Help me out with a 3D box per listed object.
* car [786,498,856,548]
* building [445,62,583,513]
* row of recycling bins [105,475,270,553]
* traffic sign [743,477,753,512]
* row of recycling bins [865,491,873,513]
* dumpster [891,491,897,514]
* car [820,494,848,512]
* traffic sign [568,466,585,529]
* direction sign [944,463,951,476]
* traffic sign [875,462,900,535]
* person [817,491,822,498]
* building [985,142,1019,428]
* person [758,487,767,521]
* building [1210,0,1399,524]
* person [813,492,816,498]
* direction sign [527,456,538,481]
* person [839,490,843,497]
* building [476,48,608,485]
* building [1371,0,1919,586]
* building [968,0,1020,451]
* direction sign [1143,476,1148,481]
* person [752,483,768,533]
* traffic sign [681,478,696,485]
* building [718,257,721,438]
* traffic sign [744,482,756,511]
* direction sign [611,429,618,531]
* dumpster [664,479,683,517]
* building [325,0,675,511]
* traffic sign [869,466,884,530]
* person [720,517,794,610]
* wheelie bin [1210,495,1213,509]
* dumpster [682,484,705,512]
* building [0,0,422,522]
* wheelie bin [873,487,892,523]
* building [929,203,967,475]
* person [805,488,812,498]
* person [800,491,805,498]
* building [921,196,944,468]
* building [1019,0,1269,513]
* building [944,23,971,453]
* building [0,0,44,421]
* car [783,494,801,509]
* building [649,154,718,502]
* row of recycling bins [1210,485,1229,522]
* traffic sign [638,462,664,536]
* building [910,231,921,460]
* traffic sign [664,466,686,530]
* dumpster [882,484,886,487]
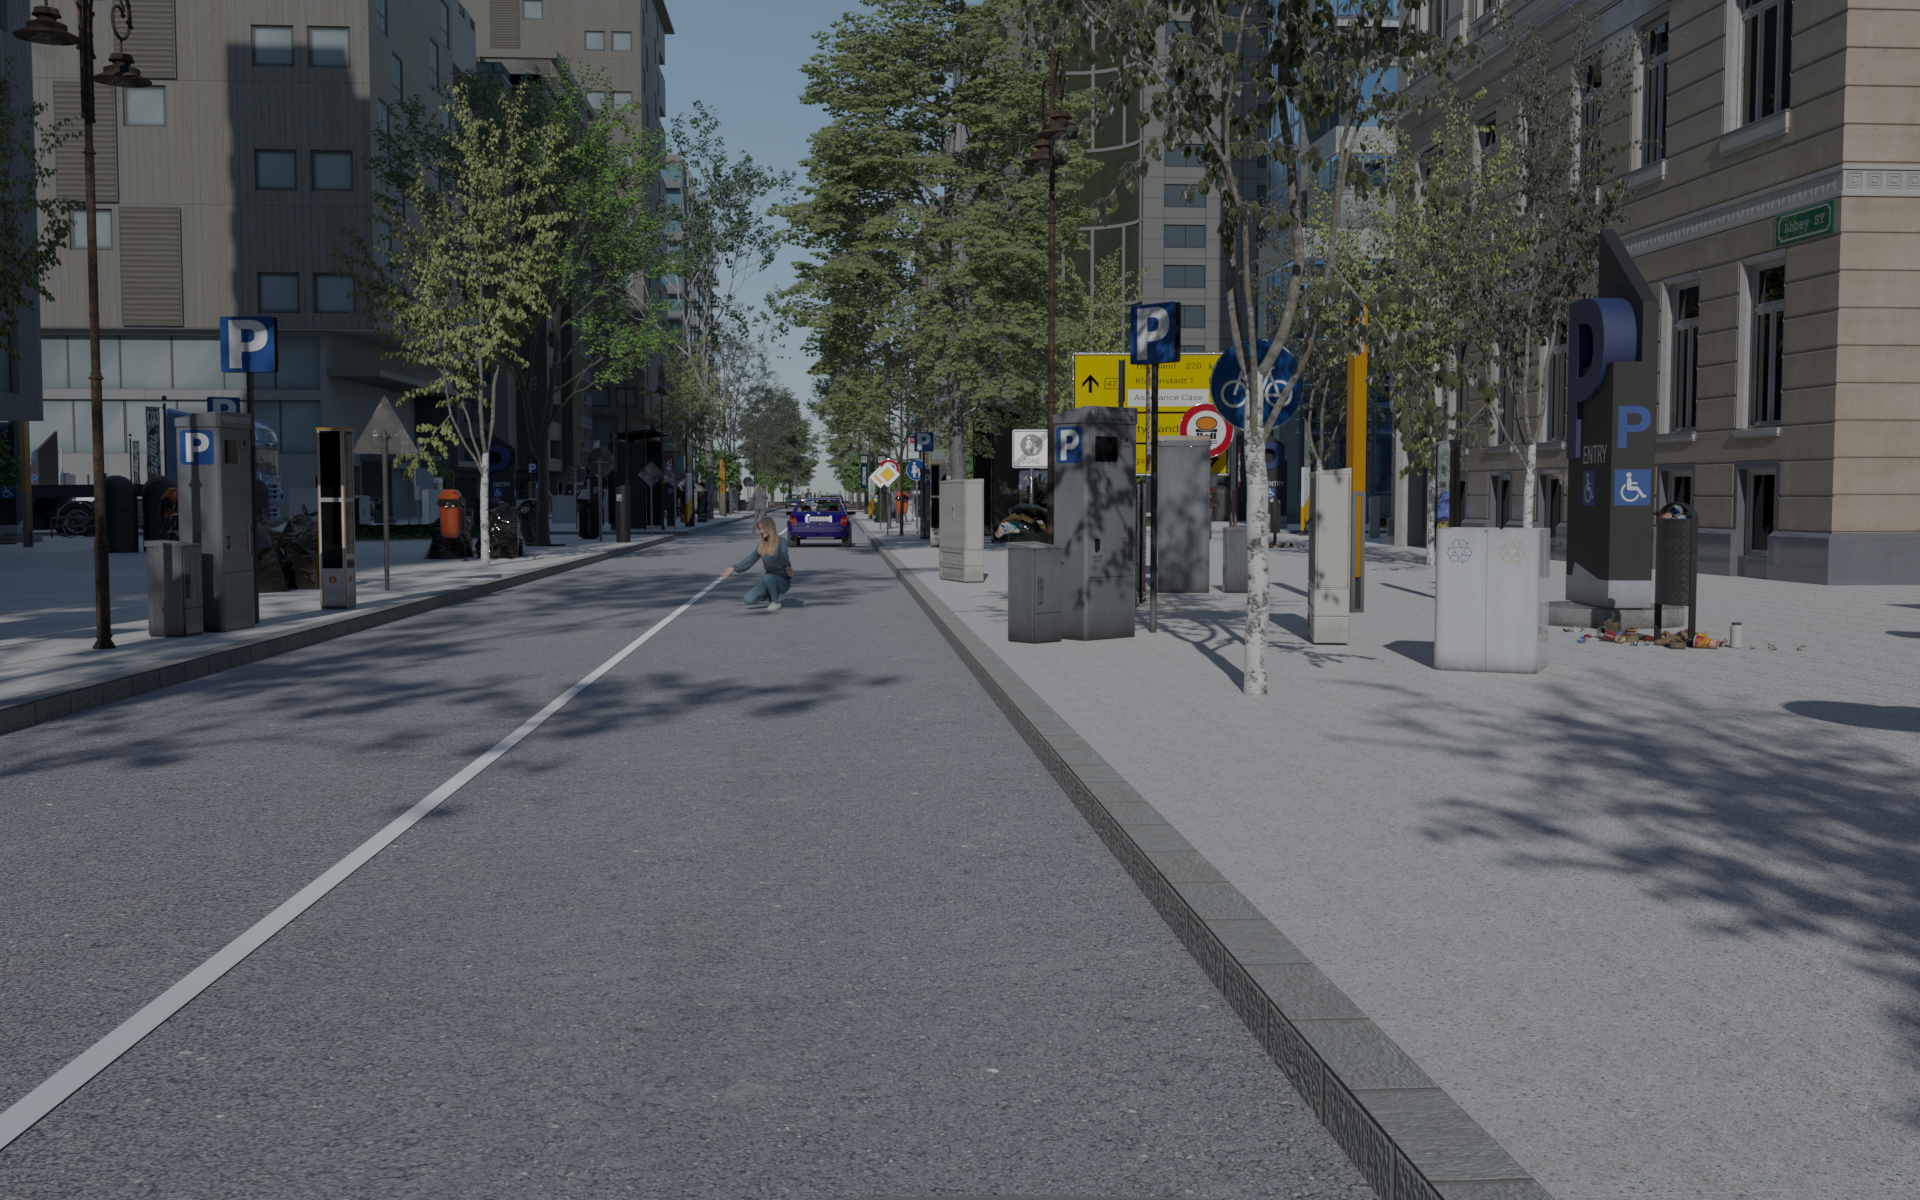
[{"bbox_3d":[-3.845,-2.150,47.732,1.945,1.354,3.894,0,4,-3],"label":"car"},{"bbox_3d":[-34.219,-21.263,119.355,14.160,30.474,14.107,0,4,-4],"label":"building"},{"bbox_3d":[-17.286,-1.928,38.633,3.534,1.692,1.069,-2,4,-31],"label":"row of recycling bins"},{"bbox_3d":[-15.521,-7.746,126.745,0.768,2.556,0.104,0,4,5],"label":"traffic sign"},{"bbox_3d":[-5.513,-6.524,113.775,1.069,1.692,3.534,1,4,9],"label":"row of recycling bins"},{"bbox_3d":[-3.348,-5.202,90.804,1.264,1.857,1.865,0,4,-4],"label":"dumpster"},{"bbox_3d":[-7.443,-5.531,100.214,2.009,1.686,4.222,0,4,-5],"label":"car"},{"bbox_3d":[-13.886,-3.704,62.697,0.606,2.300,0.079,0,4,-4],"label":"traffic sign"},{"bbox_3d":[-0.744,-8.170,125.571,0.876,3.537,0.379,1,4,14],"label":"direction sign"},{"bbox_3d":[-2.246,-3.059,53.661,0.795,2.450,0.064,0,4,-4],"label":"traffic sign"},{"bbox_3d":[-15.058,-10.890,187.079,0.617,1.759,0.750,2,4,28],"label":"person"},{"bbox_3d":[8.943,-22.862,145.499,14.160,30.474,14.107,0,4,-4],"label":"building"},{"bbox_3d":[-8.809,-4.184,77.006,0.767,1.812,0.694,-1,4,-13],"label":"person"},{"bbox_3d":[28.320,-47.176,84.005,31.000,86.520,22.319,0,4,-4],"label":"building"},{"bbox_3d":[-22.628,-15.942,269.705,0.434,1.755,0.990,0,4,-3],"label":"person"},{"bbox_3d":[-25.397,-6.807,103.298,0.876,3.537,0.379,1,4,11],"label":"direction sign"},{"bbox_3d":[-8.955,-7.310,129.028,0.512,1.701,0.522,1,4,18],"label":"person"},{"bbox_3d":[-44.369,-27.753,145.642,32.217,40.220,23.993,0,4,-4],"label":"building"},{"bbox_3d":[17.657,-15.146,33.545,13.634,28.700,20.117,0,4,-4],"label":"building"},{"bbox_3d":[12.214,-33.016,163.516,21.300,48.544,21.600,0,4,-4],"label":"building"},{"bbox_3d":[11.392,-7.135,108.661,0.876,3.537,0.379,0,4,-8],"label":"direction sign"},{"bbox_3d":[-7.375,-3.398,63.859,0.655,1.846,0.447,1,4,14],"label":"person"},{"bbox_3d":[-15.947,-6.229,101.840,0.884,2.594,0.081,0,4,2],"label":"traffic sign"},{"bbox_3d":[-49.664,-40.078,274.885,23.786,49.044,30.456,0,4,-4],"label":"building"},{"bbox_3d":[-15.709,-7.932,129.696,0.884,2.594,0.081,0,4,2],"label":"traffic sign"},{"bbox_3d":[-12.044,-4.192,60.542,0.379,3.537,0.876,-1,4,-20],"label":"direction sign"},{"bbox_3d":[-16.525,-5.876,98.565,1.502,2.255,1.985,0,4,-4],"label":"dumpster"},{"bbox_3d":[-43.545,-35.613,171.508,28.713,52.752,27.495,0,4,-4],"label":"building"},{"bbox_3d":[-2.832,-3.546,61.625,0.795,2.450,0.064,0,4,-4],"label":"traffic sign"},{"bbox_3d":[-2.347,-0.452,21.389,1.012,1.151,0.738,3,4,39],"label":"person"},{"bbox_3d":[7.127,-2.688,51.864,0.693,1.594,0.980,-3,5,-42],"label":"wheelie bin"},{"bbox_3d":[-15.065,-5.631,97.817,1.264,1.857,1.865,0,4,-4],"label":"dumpster"},{"bbox_3d":[-40.502,-30.525,88.322,28.713,52.752,27.495,0,4,-4],"label":"building"},{"bbox_3d":[-3.432,-4.261,77.568,0.693,1.594,0.980,2,4,33],"label":"wheelie bin"},{"bbox_3d":[2.466,-34.378,245.676,14.154,41.232,14.086,0,4,-4],"label":"building"},{"bbox_3d":[-9.833,-6.354,112.411,0.581,1.822,0.654,0,4,-3],"label":"person"},{"bbox_3d":[-20.629,-13.393,227.562,1.348,1.812,0.705,1,4,12],"label":"person"},{"bbox_3d":[1.398,-37.289,259.791,14.600,45.320,14.200,0,4,-4],"label":"building"},{"bbox_3d":[13.406,-42.093,126.469,20.563,71.187,20.611,0,4,-4],"label":"building"},{"bbox_3d":[13.480,-36.624,188.048,28.713,52.752,27.495,0,4,-4],"label":"building"},{"bbox_3d":[-26.728,-21.334,32.408,14.086,41.232,14.154,0,4,-4],"label":"building"},{"bbox_3d":[-15.876,-9.534,165.674,2.009,1.686,4.222,0,4,-5],"label":"car"},{"bbox_3d":[-47.633,-38.177,243.794,23.786,49.044,30.456,0,4,-4],"label":"building"},{"bbox_3d":[11.012,-4.449,79.860,3.534,1.692,1.069,-3,5,-39],"label":"row of recycling bins"},{"bbox_3d":[-9.472,-3.028,53.151,0.795,2.450,0.064,0,4,-4],"label":"traffic sign"},{"bbox_3d":[3.236,-38.361,281.833,22.147,44.769,28.867,0,4,-4],"label":"building"},{"bbox_3d":[-10.058,-3.515,61.115,0.795,2.450,0.064,0,4,-4],"label":"traffic sign"},{"bbox_3d":[-3.686,-5.644,94.769,1.502,2.255,1.985,0,4,-4],"label":"dumpster"}]
